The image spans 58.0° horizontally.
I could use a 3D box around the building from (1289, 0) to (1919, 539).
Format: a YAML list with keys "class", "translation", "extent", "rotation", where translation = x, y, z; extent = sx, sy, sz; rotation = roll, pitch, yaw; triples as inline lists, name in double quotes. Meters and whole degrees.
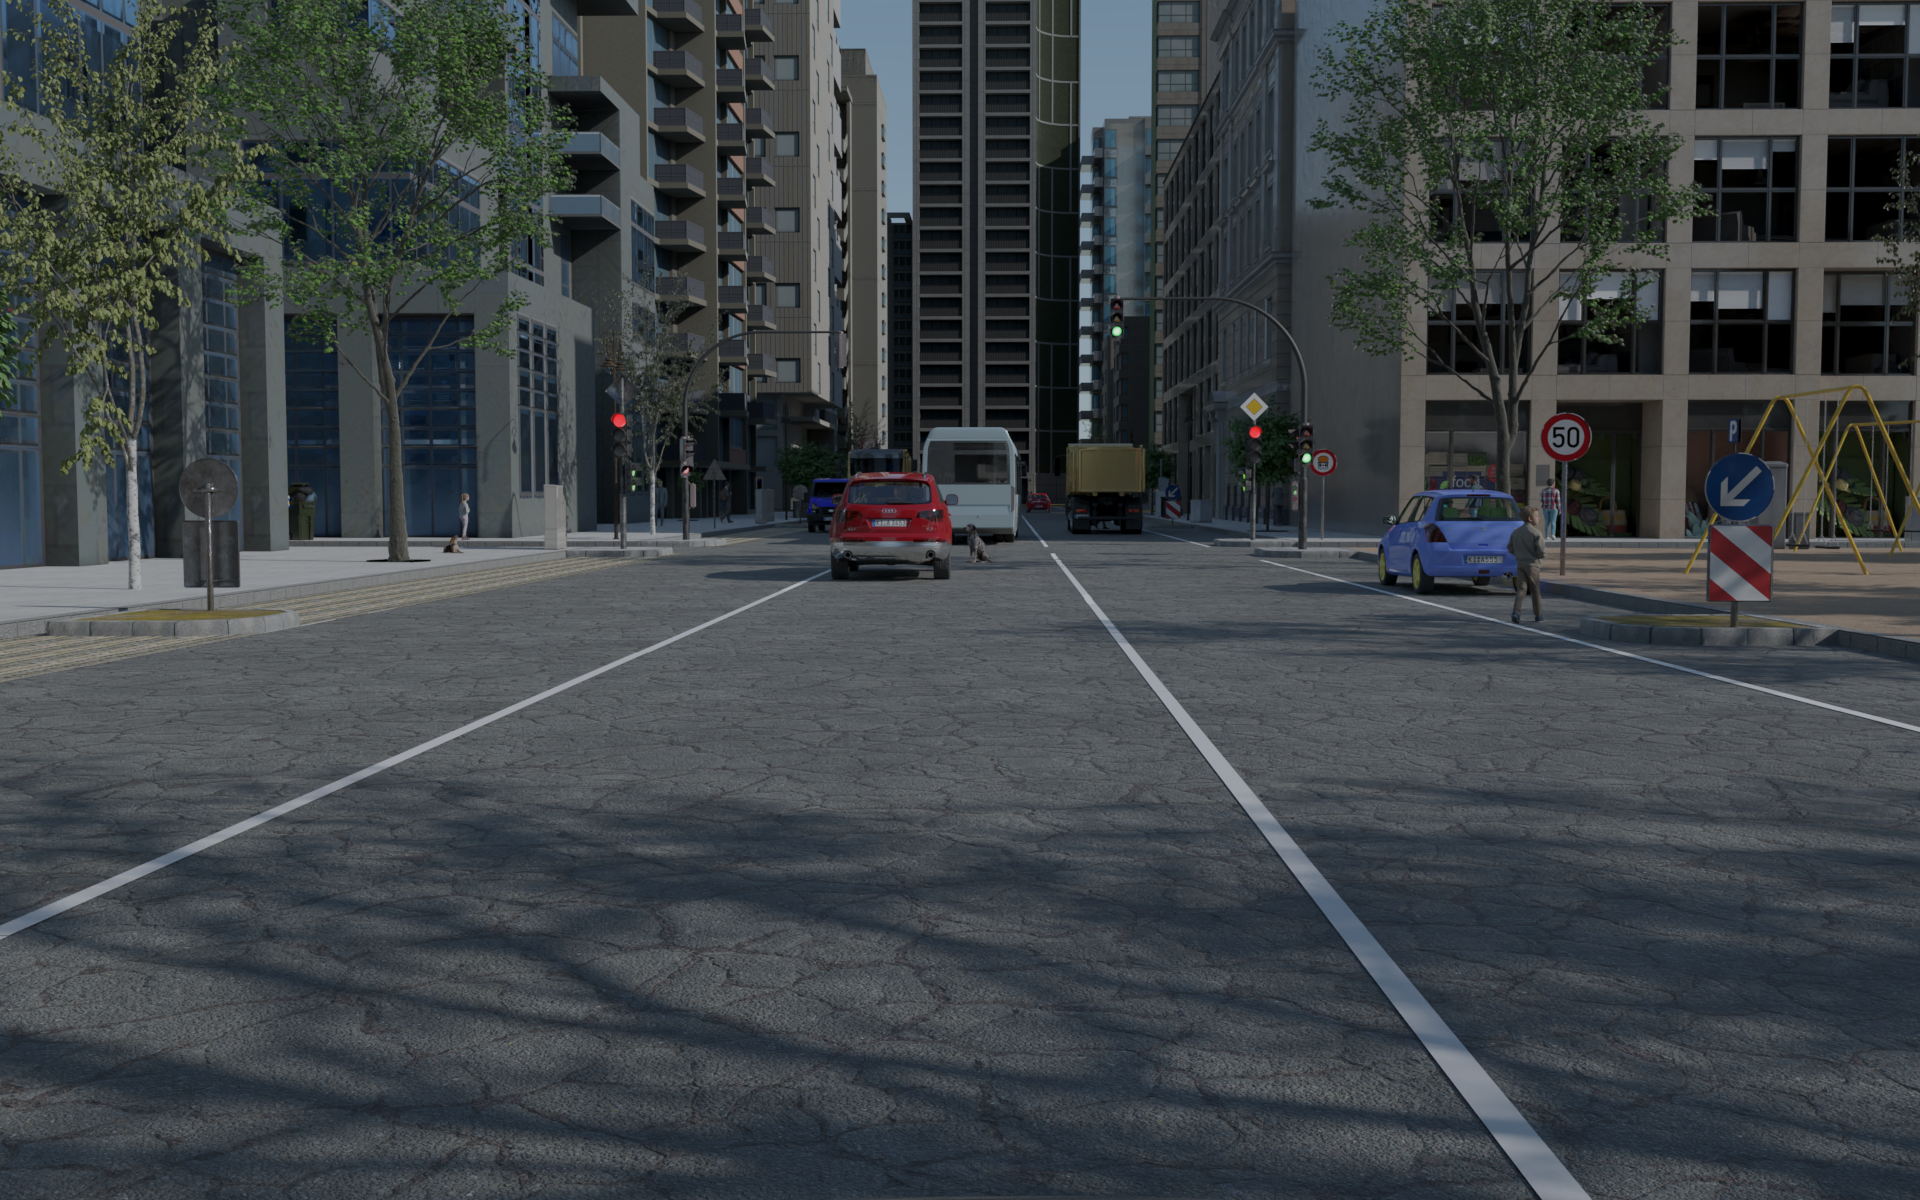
- class: "building"
  translation: [29.804, -15.501, 57.954]
  extent: [34.151, 26.468, 19.350]
  rotation: [0, 4, 1]

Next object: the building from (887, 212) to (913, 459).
- class: "building"
  translation: [-17.383, -32.603, 224.942]
  extent: [23.993, 40.220, 32.217]
  rotation: [0, 4, 1]

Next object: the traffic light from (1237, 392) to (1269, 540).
- class: "traffic light"
  translation: [8.110, -3.613, 47.992]
  extent: [0.839, 4.253, 0.868]
  rotation: [0, 4, 1]

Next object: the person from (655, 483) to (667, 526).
- class: "person"
  translation: [-12.086, -3.887, 69.693]
  extent: [0.635, 1.810, 0.391]
  rotation: [0, 4, 1]

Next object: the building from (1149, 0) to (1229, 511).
- class: "building"
  translation: [21.857, -27.677, 136.106]
  extent: [14.154, 41.232, 14.086]
  rotation: [0, 4, 1]

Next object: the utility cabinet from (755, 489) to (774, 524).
- class: "utility cabinet"
  translation: [-8.920, -4.345, 79.722]
  extent: [0.318, 1.500, 1.173]
  rotation: [1, 4, 19]

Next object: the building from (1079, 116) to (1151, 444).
- class: "building"
  translation: [30.395, -36.664, 219.058]
  extent: [30.456, 49.044, 23.786]
  rotation: [0, 4, 1]

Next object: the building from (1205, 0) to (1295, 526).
- class: "building"
  translation: [19.125, -17.907, 78.686]
  extent: [13.634, 28.700, 20.117]
  rotation: [0, 4, 1]

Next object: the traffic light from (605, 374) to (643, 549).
- class: "traffic light"
  translation: [-7.852, -3.149, 40.399]
  extent: [0.839, 4.253, 0.868]
  rotation: [0, 4, 1]

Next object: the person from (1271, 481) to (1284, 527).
- class: "person"
  translation: [12.565, -3.816, 68.618]
  extent: [0.537, 1.800, 0.526]
  rotation: [0, 4, -2]

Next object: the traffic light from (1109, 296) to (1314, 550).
- class: "traffic light"
  translation: [5.811, -3.991, 39.922]
  extent: [4.771, 5.953, 1.251]
  rotation: [0, 4, 1]

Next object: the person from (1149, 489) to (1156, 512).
- class: "person"
  translation: [13.491, -7.017, 120.976]
  extent: [0.583, 1.804, 0.606]
  rotation: [0, 4, 6]

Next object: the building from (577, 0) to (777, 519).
- class: "building"
  translation: [-22.948, -27.398, 102.587]
  extent: [22.147, 44.769, 28.867]
  rotation: [0, 4, 1]

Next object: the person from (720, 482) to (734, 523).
- class: "person"
  translation: [-10.372, -4.326, 76.734]
  extent: [0.822, 1.834, 0.622]
  rotation: [-3, 4, -39]

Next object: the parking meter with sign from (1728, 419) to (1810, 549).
- class: "parking meter with sign"
  translation: [18.816, -2.690, 40.240]
  extent: [1.738, 3.016, 0.543]
  rotation: [0, 4, 3]

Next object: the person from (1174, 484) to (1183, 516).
- class: "person"
  translation: [12.503, -5.750, 99.835]
  extent: [0.755, 1.850, 0.659]
  rotation: [1, 4, 14]

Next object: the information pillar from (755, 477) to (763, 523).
- class: "information pillar"
  translation: [-8.779, -4.350, 75.621]
  extent: [0.304, 2.012, 0.304]
  rotation: [-1, 4, -19]

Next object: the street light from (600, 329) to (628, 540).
- class: "street light"
  translation: [-9.710, -4.646, 48.747]
  extent: [0.468, 5.910, 1.993]
  rotation: [0, 4, 1]

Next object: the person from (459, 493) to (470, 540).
- class: "person"
  translation: [-13.767, -2.315, 48.177]
  extent: [0.425, 1.301, 0.394]
  rotation: [2, 4, 32]

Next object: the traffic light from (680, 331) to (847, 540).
- class: "traffic light"
  translation: [-5.553, -4.507, 48.363]
  extent: [4.771, 5.953, 1.251]
  rotation: [0, 4, 1]

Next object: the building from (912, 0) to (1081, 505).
- class: "building"
  translation: [4.756, -47.656, 217.434]
  extent: [20.611, 71.187, 20.563]
  rotation: [0, 4, 1]

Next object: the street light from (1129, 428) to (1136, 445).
- class: "street light"
  translation: [12.070, -9.127, 122.008]
  extent: [0.468, 5.910, 1.993]
  rotation: [0, 4, 1]

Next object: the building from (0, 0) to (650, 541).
- class: "building"
  translation: [-23.775, -45.920, 63.458]
  extent: [22.319, 86.520, 31.000]
  rotation: [0, 4, 1]

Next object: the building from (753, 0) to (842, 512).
- class: "building"
  translation: [-23.819, -33.560, 137.948]
  extent: [28.713, 52.752, 27.495]
  rotation: [0, 4, 1]

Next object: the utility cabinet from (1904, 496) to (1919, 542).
- class: "utility cabinet"
  translation: [25.881, -2.190, 46.965]
  extent: [0.306, 1.237, 1.020]
  rotation: [1, 4, 19]

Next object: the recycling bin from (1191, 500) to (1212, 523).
- class: "recycling bin"
  translation: [10.793, -3.966, 77.405]
  extent: [0.722, 1.027, 0.722]
  rotation: [-2, 4, -27]

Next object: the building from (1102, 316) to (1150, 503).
- class: "building"
  translation: [29.642, -20.642, 182.536]
  extent: [27.650, 21.520, 28.899]
  rotation: [0, 4, 1]

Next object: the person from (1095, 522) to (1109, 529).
- class: "person"
  translation: [5.807, -3.807, 70.845]
  extent: [0.850, 1.850, 0.679]
  rotation: [-2, 4, -31]

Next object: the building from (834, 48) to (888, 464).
- class: "building"
  translation: [-19.061, -34.432, 186.658]
  extent: [21.600, 48.544, 21.300]
  rotation: [0, 4, 1]

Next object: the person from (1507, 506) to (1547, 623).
- class: "person"
  translation: [6.315, -0.399, 19.299]
  extent: [0.475, 1.303, 0.640]
  rotation: [3, 5, 39]

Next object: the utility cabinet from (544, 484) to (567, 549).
- class: "utility cabinet"
  translation: [-9.412, -1.937, 40.354]
  extent: [0.318, 1.500, 1.173]
  rotation: [0, 4, -2]

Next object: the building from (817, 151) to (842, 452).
- class: "building"
  translation: [-24.521, -28.879, 164.052]
  extent: [32.217, 40.220, 23.993]
  rotation: [0, 4, 1]

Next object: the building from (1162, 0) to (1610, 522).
- class: "building"
  translation: [23.538, -18.423, 105.734]
  extent: [19.350, 26.468, 34.151]
  rotation: [0, 4, 1]

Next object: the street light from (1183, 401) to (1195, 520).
- class: "street light"
  translation: [11.113, -6.815, 84.214]
  extent: [0.468, 5.910, 1.993]
  rotation: [0, 4, 1]

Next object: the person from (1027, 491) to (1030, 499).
- class: "person"
  translation: [7.087, -10.437, 180.079]
  extent: [0.436, 1.711, 0.756]
  rotation: [0, 4, 2]

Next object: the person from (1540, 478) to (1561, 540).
- class: "person"
  translation: [16.503, -2.543, 48.454]
  extent: [0.563, 1.720, 0.643]
  rotation: [2, 4, 34]

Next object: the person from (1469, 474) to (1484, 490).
- class: "person"
  translation: [14.186, -2.559, 47.873]
  extent: [0.794, 1.824, 0.713]
  rotation: [-2, 4, -30]

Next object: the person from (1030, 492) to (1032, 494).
- class: "person"
  translation: [8.066, -11.558, 198.263]
  extent: [0.721, 1.735, 1.217]
  rotation: [3, 4, 37]

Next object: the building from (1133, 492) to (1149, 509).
- class: "building"
  translation: [31.551, -28.357, 155.510]
  extent: [32.217, 40.220, 23.993]
  rotation: [0, 4, 1]

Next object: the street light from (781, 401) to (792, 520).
- class: "street light"
  translation: [-8.644, -6.928, 86.060]
  extent: [0.468, 5.910, 1.993]
  rotation: [0, 4, 1]
